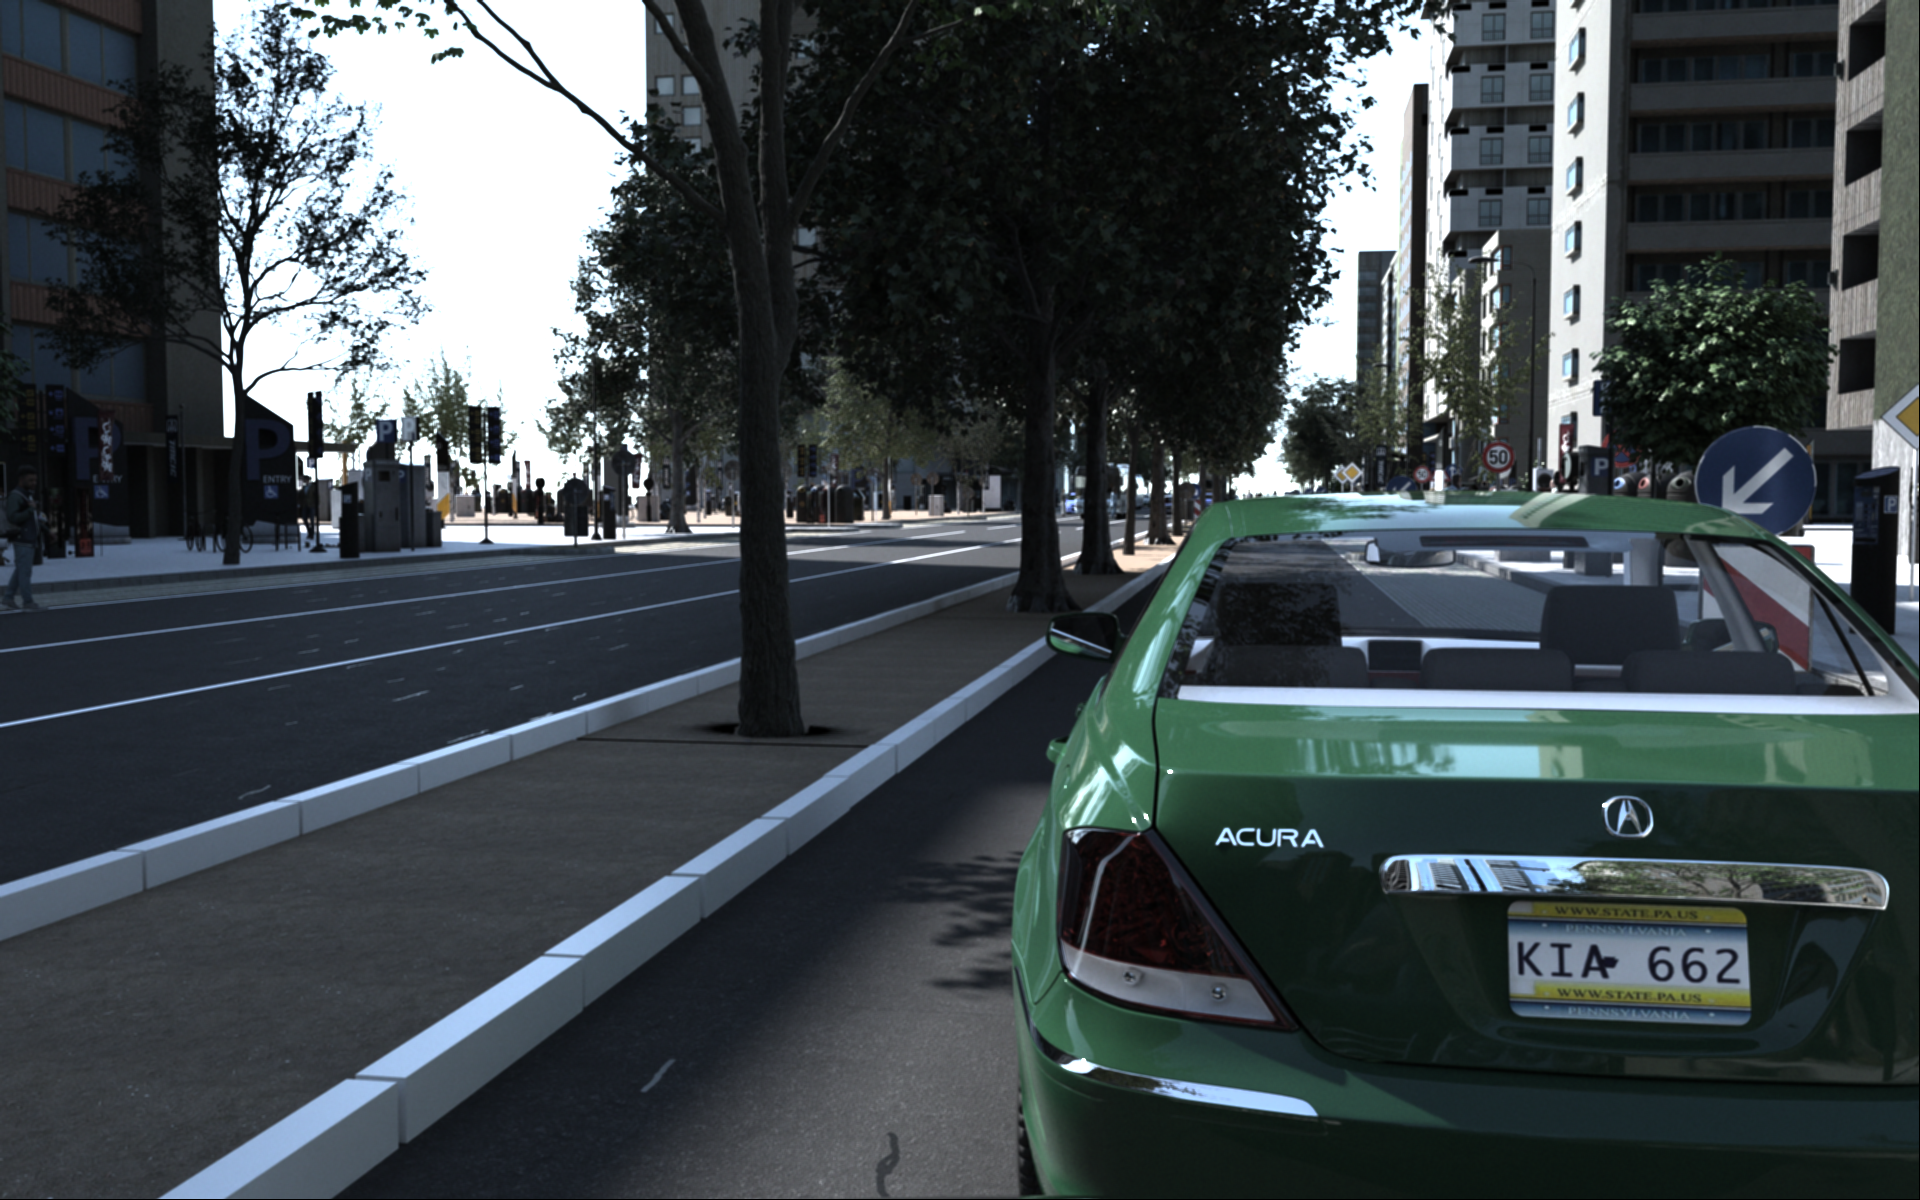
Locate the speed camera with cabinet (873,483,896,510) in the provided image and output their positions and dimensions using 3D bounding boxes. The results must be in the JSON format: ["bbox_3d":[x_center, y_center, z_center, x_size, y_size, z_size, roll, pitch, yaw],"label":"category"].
[{"bbox_3d":[-6.125,-8.919,140.161,2.038,3.252,0.660,-3,5,-43],"label":"speed camera with cabinet"}]

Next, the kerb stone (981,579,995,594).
[{"bbox_3d":[0.327,-0.165,24.893,0.120,0.150,1.000,1,4,10],"label":"kerb stone"}]

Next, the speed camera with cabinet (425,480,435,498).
[{"bbox_3d":[-33.949,-6.986,108.555,0.660,3.252,2.038,3,4,39],"label":"speed camera with cabinet"}]

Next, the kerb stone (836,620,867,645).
[{"bbox_3d":[-1.101,0.330,16.812,0.120,0.150,1.000,1,4,10],"label":"kerb stone"}]

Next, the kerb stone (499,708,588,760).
[{"bbox_3d":[-2.358,0.761,9.753,0.120,0.150,1.000,1,4,10],"label":"kerb stone"}]

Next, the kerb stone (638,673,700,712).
[{"bbox_3d":[-2.004,0.638,11.767,0.120,0.150,1.000,1,4,10],"label":"kerb stone"}]

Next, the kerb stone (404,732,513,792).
[{"bbox_3d":[-2.545,0.822,8.748,0.120,0.150,1.000,1,4,10],"label":"kerb stone"}]

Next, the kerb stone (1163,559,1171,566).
[{"bbox_3d":[3.828,-0.633,32.564,0.120,0.150,1.000,1,4,10],"label":"kerb stone"}]

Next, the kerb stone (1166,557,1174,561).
[{"bbox_3d":[4.005,-0.692,33.582,0.120,0.150,1.000,1,4,10],"label":"kerb stone"}]

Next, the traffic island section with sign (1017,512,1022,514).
[{"bbox_3d":[5.153,-6.956,122.360,1.989,1.847,2.006,1,4,10],"label":"traffic island section with sign"}]

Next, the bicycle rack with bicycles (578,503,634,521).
[{"bbox_3d":[-17.093,-4.256,82.973,2.925,0.926,2.852,0,4,-3],"label":"bicycle rack with bicycles"}]

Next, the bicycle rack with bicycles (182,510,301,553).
[{"bbox_3d":[-16.058,-1.563,38.942,2.852,0.926,2.925,-2,4,-29],"label":"bicycle rack with bicycles"}]

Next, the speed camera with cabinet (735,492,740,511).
[{"bbox_3d":[-14.590,-7.518,117.261,2.038,3.252,0.660,2,4,31],"label":"speed camera with cabinet"}]

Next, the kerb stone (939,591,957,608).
[{"bbox_3d":[-0.211,0.020,21.863,0.120,0.150,1.000,1,4,10],"label":"kerb stone"}]

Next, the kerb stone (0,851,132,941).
[{"bbox_3d":[-3.077,1.007,5.728,0.120,0.150,1.000,1,4,10],"label":"kerb stone"}]

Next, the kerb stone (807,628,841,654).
[{"bbox_3d":[-1.289,0.395,15.798,0.120,0.150,1.000,1,4,10],"label":"kerb stone"}]

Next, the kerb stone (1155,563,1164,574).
[{"bbox_3d":[3.465,-0.506,30.552,0.120,0.150,1.000,1,4,10],"label":"kerb stone"}]

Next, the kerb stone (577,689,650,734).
[{"bbox_3d":[-2.176,0.699,10.759,0.120,0.150,1.000,1,4,10],"label":"kerb stone"}]

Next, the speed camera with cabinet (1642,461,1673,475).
[{"bbox_3d":[19.121,-3.154,45.907,0.660,3.252,2.038,-3,5,-42],"label":"speed camera with cabinet"}]

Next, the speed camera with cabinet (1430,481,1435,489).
[{"bbox_3d":[29.829,-6.830,106.013,2.038,3.252,0.660,-1,4,-13],"label":"speed camera with cabinet"}]

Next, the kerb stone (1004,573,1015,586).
[{"bbox_3d":[0.690,-0.287,26.905,0.120,0.150,1.000,1,4,10],"label":"kerb stone"}]

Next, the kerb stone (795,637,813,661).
[{"bbox_3d":[-1.463,0.453,14.786,0.120,0.150,1.000,1,4,10],"label":"kerb stone"}]

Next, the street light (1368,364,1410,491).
[{"bbox_3d":[15.383,-5.451,61.666,1.470,5.913,1.316,1,4,10],"label":"street light"}]

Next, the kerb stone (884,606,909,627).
[{"bbox_3d":[-0.745,0.206,18.829,0.120,0.150,1.000,1,4,10],"label":"kerb stone"}]

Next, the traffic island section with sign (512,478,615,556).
[{"bbox_3d":[-9.309,-1.985,41.087,1.989,1.847,2.006,1,4,10],"label":"traffic island section with sign"}]

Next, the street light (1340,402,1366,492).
[{"bbox_3d":[19.992,-6.998,86.957,1.470,5.913,1.316,1,4,10],"label":"street light"}]

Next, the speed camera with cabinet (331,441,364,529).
[{"bbox_3d":[-22.649,-4.281,64.334,0.660,3.252,2.038,0,4,6],"label":"speed camera with cabinet"}]

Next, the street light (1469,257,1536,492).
[{"bbox_3d":[10.649,-3.757,33.966,1.470,5.913,1.316,1,4,10],"label":"street light"}]

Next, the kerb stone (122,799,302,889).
[{"bbox_3d":[-2.899,0.946,6.734,0.120,0.150,1.000,1,4,10],"label":"kerb stone"}]

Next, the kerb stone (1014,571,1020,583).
[{"bbox_3d":[0.872,-0.350,27.912,0.120,0.150,1.000,1,4,10],"label":"kerb stone"}]

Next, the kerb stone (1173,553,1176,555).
[{"bbox_3d":[4.375,-0.815,35.593,0.120,0.150,1.000,1,4,10],"label":"kerb stone"}]

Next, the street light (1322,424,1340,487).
[{"bbox_3d":[25.043,-8.742,115.473,1.470,5.913,1.316,1,4,10],"label":"street light"}]

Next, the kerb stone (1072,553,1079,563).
[{"bbox_3d":[2.305,-0.844,35.991,0.120,0.150,1.000,1,4,10],"label":"kerb stone"}]

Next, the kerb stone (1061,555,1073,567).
[{"bbox_3d":[2.126,-0.782,34.985,0.120,0.150,1.000,1,4,10],"label":"kerb stone"}]

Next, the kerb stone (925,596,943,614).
[{"bbox_3d":[-0.384,0.088,20.850,0.120,0.150,1.000,1,4,10],"label":"kerb stone"}]

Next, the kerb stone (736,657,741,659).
[{"bbox_3d":[-1.644,0.517,13.780,0.120,0.150,1.000,1,4,10],"label":"kerb stone"}]

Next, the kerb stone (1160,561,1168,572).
[{"bbox_3d":[3.647,-0.573,31.558,0.120,0.150,1.000,1,4,10],"label":"kerb stone"}]

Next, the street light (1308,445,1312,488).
[{"bbox_3d":[33.380,-11.594,162.106,1.470,5.913,1.316,1,4,10],"label":"street light"}]

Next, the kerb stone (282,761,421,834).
[{"bbox_3d":[-2.719,0.884,7.741,0.120,0.150,1.000,1,4,10],"label":"kerb stone"}]

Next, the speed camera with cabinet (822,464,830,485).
[{"bbox_3d":[-9.073,-7.197,112.005,2.038,3.252,0.660,-3,4,-37],"label":"speed camera with cabinet"}]

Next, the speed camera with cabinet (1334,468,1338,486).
[{"bbox_3d":[28.792,-8.508,133.441,0.660,3.252,2.038,0,4,8],"label":"speed camera with cabinet"}]

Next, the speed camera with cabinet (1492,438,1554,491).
[{"bbox_3d":[19.834,-4.080,61.038,2.038,3.252,0.660,0,4,-8],"label":"speed camera with cabinet"}]

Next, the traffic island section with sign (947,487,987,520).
[{"bbox_3d":[0.433,-5.333,95.820,1.989,1.847,2.006,1,4,10],"label":"traffic island section with sign"}]

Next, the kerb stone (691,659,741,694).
[{"bbox_3d":[-1.825,0.578,12.774,0.120,0.150,1.000,1,4,10],"label":"kerb stone"}]

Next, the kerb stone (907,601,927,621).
[{"bbox_3d":[-0.565,0.145,19.836,0.120,0.150,1.000,1,4,10],"label":"kerb stone"}]

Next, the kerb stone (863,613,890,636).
[{"bbox_3d":[-0.917,0.269,17.818,0.120,0.150,1.000,1,4,10],"label":"kerb stone"}]

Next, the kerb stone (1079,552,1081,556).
[{"bbox_3d":[2.483,-0.906,37.005,0.120,0.150,1.000,1,4,10],"label":"kerb stone"}]

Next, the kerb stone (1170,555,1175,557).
[{"bbox_3d":[4.186,-0.757,34.588,0.120,0.150,1.000,1,4,10],"label":"kerb stone"}]

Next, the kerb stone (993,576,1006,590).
[{"bbox_3d":[0.508,-0.226,25.899,0.120,0.150,1.000,1,4,10],"label":"kerb stone"}]

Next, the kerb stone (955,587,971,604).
[{"bbox_3d":[-0.029,-0.041,22.869,0.120,0.150,1.000,1,4,10],"label":"kerb stone"}]

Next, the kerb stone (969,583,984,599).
[{"bbox_3d":[0.153,-0.103,23.874,0.120,0.150,1.000,1,4,10],"label":"kerb stone"}]

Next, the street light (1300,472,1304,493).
[{"bbox_3d":[38.266,-13.302,190.031,1.470,5.913,1.316,1,4,10],"label":"street light"}]

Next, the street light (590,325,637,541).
[{"bbox_3d":[-9.549,-4.598,47.726,1.470,5.913,1.316,1,4,10],"label":"street light"}]

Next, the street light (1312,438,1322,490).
[{"bbox_3d":[30.123,-10.449,143.390,1.470,5.913,1.316,1,4,10],"label":"street light"}]
